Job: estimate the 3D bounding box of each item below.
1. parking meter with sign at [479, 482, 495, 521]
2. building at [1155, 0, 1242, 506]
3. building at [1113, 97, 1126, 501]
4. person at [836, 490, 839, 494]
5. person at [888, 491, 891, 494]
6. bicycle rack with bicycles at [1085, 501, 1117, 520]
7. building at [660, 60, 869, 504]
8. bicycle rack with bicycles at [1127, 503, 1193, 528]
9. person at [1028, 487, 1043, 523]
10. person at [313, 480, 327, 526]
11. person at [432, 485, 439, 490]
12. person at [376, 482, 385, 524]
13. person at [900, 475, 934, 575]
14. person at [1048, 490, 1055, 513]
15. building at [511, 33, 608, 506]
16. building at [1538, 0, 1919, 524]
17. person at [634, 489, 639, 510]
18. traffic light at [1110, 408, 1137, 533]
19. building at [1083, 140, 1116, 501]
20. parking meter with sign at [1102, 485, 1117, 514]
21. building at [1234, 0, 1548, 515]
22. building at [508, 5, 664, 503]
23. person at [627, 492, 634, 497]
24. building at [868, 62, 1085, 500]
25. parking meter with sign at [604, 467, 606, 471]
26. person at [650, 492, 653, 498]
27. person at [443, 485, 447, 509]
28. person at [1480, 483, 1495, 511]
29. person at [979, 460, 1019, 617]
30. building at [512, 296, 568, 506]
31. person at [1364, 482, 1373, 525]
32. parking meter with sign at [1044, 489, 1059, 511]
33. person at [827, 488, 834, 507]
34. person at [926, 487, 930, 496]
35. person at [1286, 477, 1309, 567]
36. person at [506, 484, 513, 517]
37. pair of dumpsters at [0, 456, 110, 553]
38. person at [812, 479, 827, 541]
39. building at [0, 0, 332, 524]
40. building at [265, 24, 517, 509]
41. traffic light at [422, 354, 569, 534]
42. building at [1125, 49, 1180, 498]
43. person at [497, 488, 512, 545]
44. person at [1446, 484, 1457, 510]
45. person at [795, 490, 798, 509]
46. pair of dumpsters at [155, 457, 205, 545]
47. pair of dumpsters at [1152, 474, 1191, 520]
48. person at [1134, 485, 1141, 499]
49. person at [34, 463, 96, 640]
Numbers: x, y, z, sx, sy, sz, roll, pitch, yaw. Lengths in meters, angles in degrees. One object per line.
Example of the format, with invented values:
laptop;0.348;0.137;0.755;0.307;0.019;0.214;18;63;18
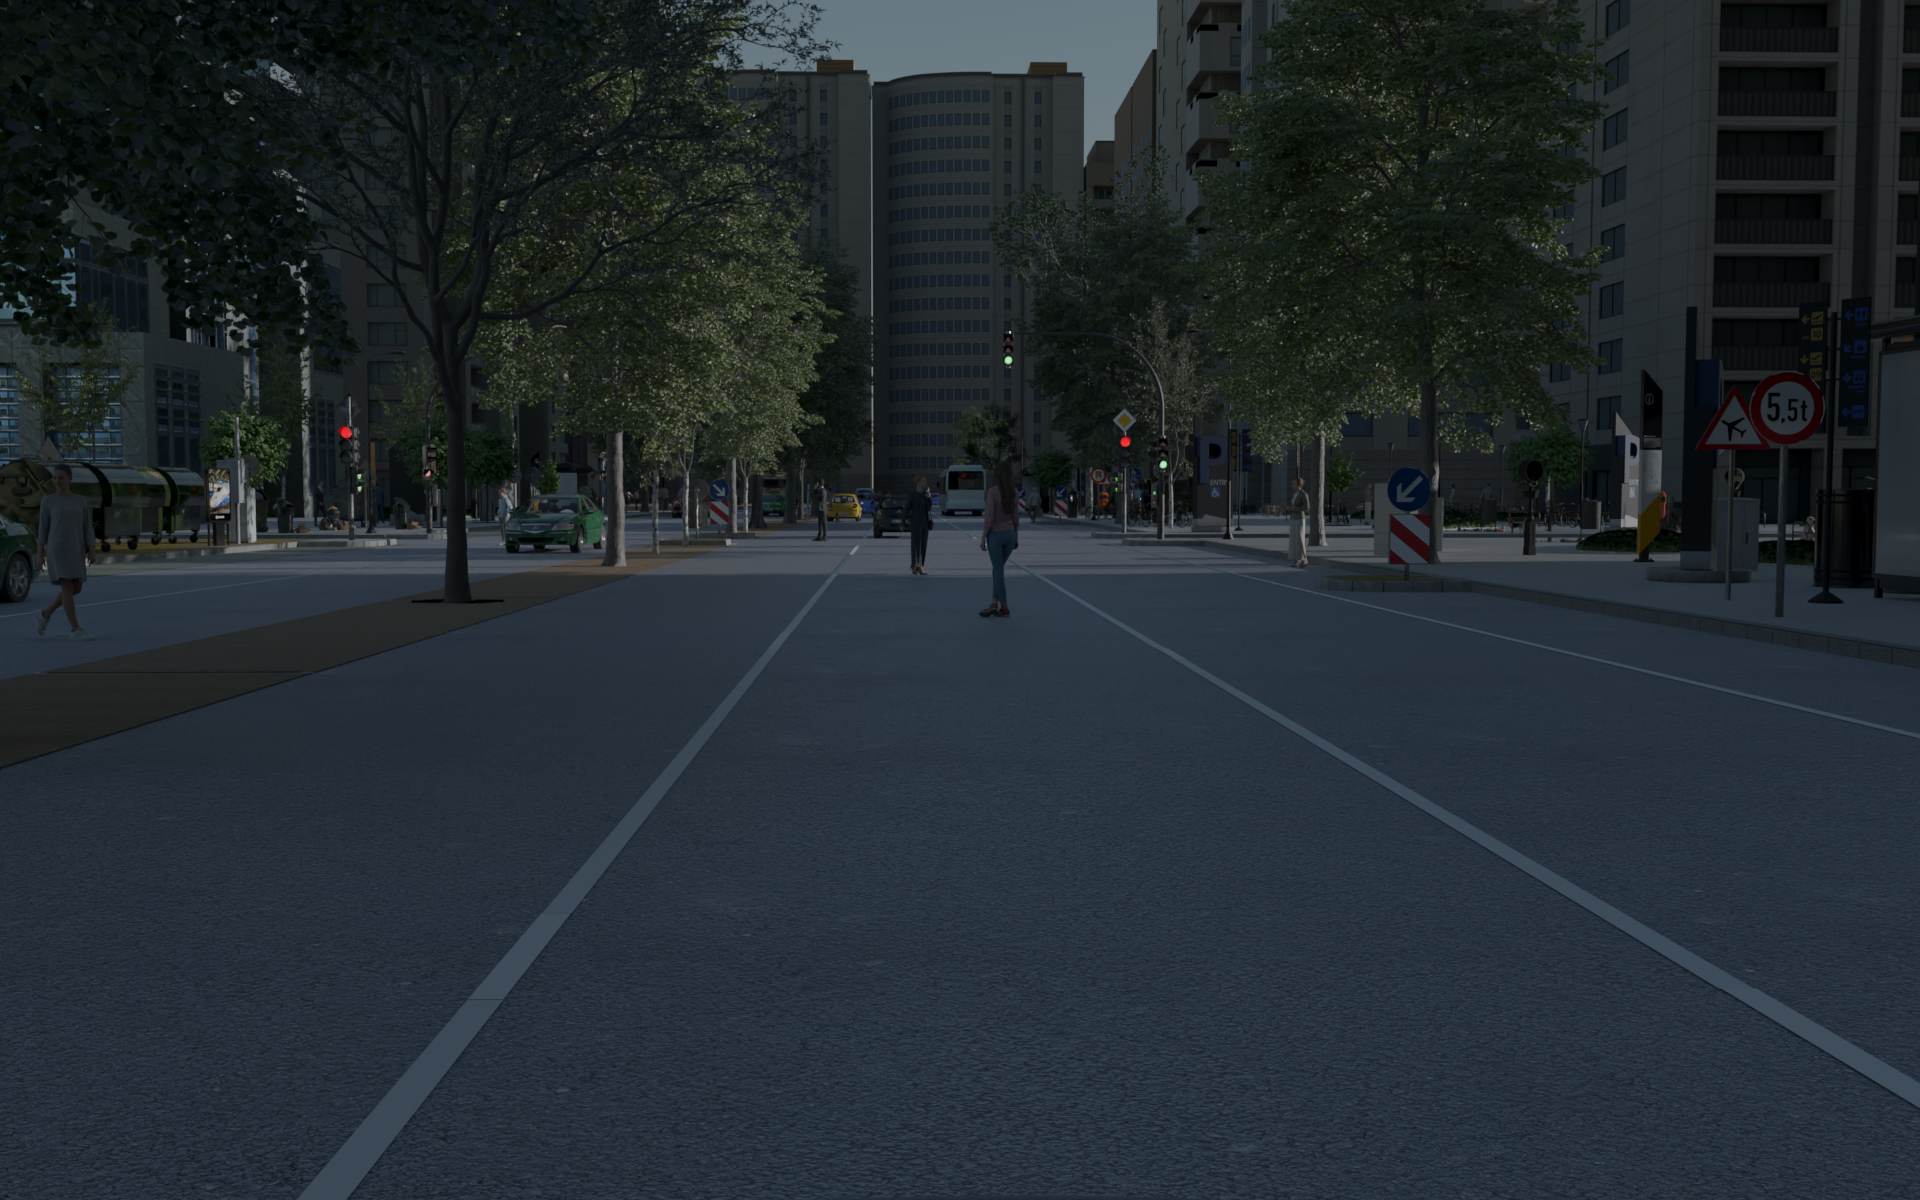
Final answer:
parking meter with sign;-22.537;-5.264;82.326;0.543;3.016;1.738;0;4;0
building;32.359;-34.396;151.614;28.713;52.752;27.495;0;4;-2
building;24.341;-32.852;187.240;14.600;45.320;14.200;0;4;-2
person;-12.857;-10.581;181.478;1.348;1.826;0.705;-1;4;-16
person;-6.555;-9.320;161.547;0.621;1.740;0.551;-3;4;-38
bicycle rack with bicycles;7.531;-4.547;87.722;2.925;0.926;2.852;3;4;38
building;-26.249;-42.579;238.172;28.212;58.520;21.231;0;4;-2
bicycle rack with bicycles;8.128;-3.282;67.044;2.852;0.926;2.925;-1;4;-23
person;3.693;-4.617;84.477;0.782;1.767;0.515;-2;4;-31
person;-25.346;-3.850;68.766;0.755;1.850;0.659;1;4;22
person;-26.518;-4.986;87.671;0.635;1.810;0.391;0;4;-6
person;-25.315;-4.230;75.391;0.721;1.800;0.419;-3;5;-43
person;-0.771;-1.341;30.843;0.534;1.772;0.576;2;4;31
person;6.280;-6.803;118.115;0.643;1.720;0.563;1;4;18
building;-49.034;-34.104;181.305;21.600;48.544;21.300;0;4;-2
building;41.621;-39.329;81.289;20.611;71.187;20.563;0;4;-2
person;-25.444;-7.930;136.634;0.436;1.711;0.756;2;4;26
traffic light;5.366;-4.153;56.827;0.839;4.253;0.868;0;4;-2
building;26.895;-37.726;240.519;21.600;48.544;21.300;0;4;-2
parking meter with sign;9.163;-6.994;110.617;1.738;3.016;0.543;2;4;23
building;29.850;-35.218;117.809;21.231;58.520;28.212;0;4;-2
building;-50.876;-48.873;237.326;20.611;71.187;20.563;0;4;-2
person;-39.364;-12.173;205.794;1.217;1.735;0.721;-2;4;-28
building;2.000;-42.658;239.452;28.212;58.520;21.231;0;4;-2
parking meter with sign;-21.963;-6.915;109.321;0.543;3.016;1.738;-2;4;-24
person;-27.649;-8.987;156.164;0.628;1.438;0.799;-1;4;-10
person;-31.057;-5.988;104.041;0.767;1.812;0.694;0;4;1
person;25.179;-4.679;82.671;0.709;1.813;0.853;1;4;18
person;0.483;-0.714;20.176;0.388;1.821;0.555;3;5;42
building;-49.644;-18.355;145.141;27.650;21.520;28.899;0;4;-2
person;16.766;-3.941;71.028;0.362;1.759;0.519;0;4;3
parking meter with sign;6.430;-8.140;129.357;1.738;3.016;0.543;3;4;38
person;-8.609;-6.520;114.951;0.661;1.843;0.795;-1;4;-10
person;-1.777;-5.102;92.032;0.709;1.813;0.853;3;4;36
person;6.599;-1.527;34.012;0.362;1.759;0.519;-1;4;-23
person;-24.157;-5.288;92.728;0.478;1.798;0.641;-3;5;-41
pair of dumpsters;-19.241;-2.141;37.497;1.574;2.255;4.437;0;4;-2
person;-4.273;-2.739;52.645;0.474;1.900;0.648;0;4;-7
building;-44.144;-47.039;81.762;22.319;86.520;31.000;0;4;-2
building;-39.526;-26.673;119.693;14.154;41.232;14.086;0;4;-2
traffic light;-15.093;-4.983;56.144;4.771;5.953;1.251;0;4;-2
building;24.870;-31.945;172.405;14.600;45.320;14.200;0;4;-2
person;-12.865;-2.355;48.811;0.330;1.601;0.589;-3;5;-39
person;26.085;-5.209;91.487;0.850;1.792;0.678;1;4;16
person;-15.868;-9.798;168.682;0.705;1.826;1.348;0;4;-2
pair of dumpsters;-20.607;-2.522;43.725;1.574;2.255;4.437;0;4;-2
pair of dumpsters;10.331;-5.075;85.462;1.574;2.255;4.437;0;4;-2
person;10.505;-5.912;102.724;0.660;1.820;0.620;1;4;9
person;-8.850;-0.477;17.045;0.760;1.731;0.466;1;4;14
